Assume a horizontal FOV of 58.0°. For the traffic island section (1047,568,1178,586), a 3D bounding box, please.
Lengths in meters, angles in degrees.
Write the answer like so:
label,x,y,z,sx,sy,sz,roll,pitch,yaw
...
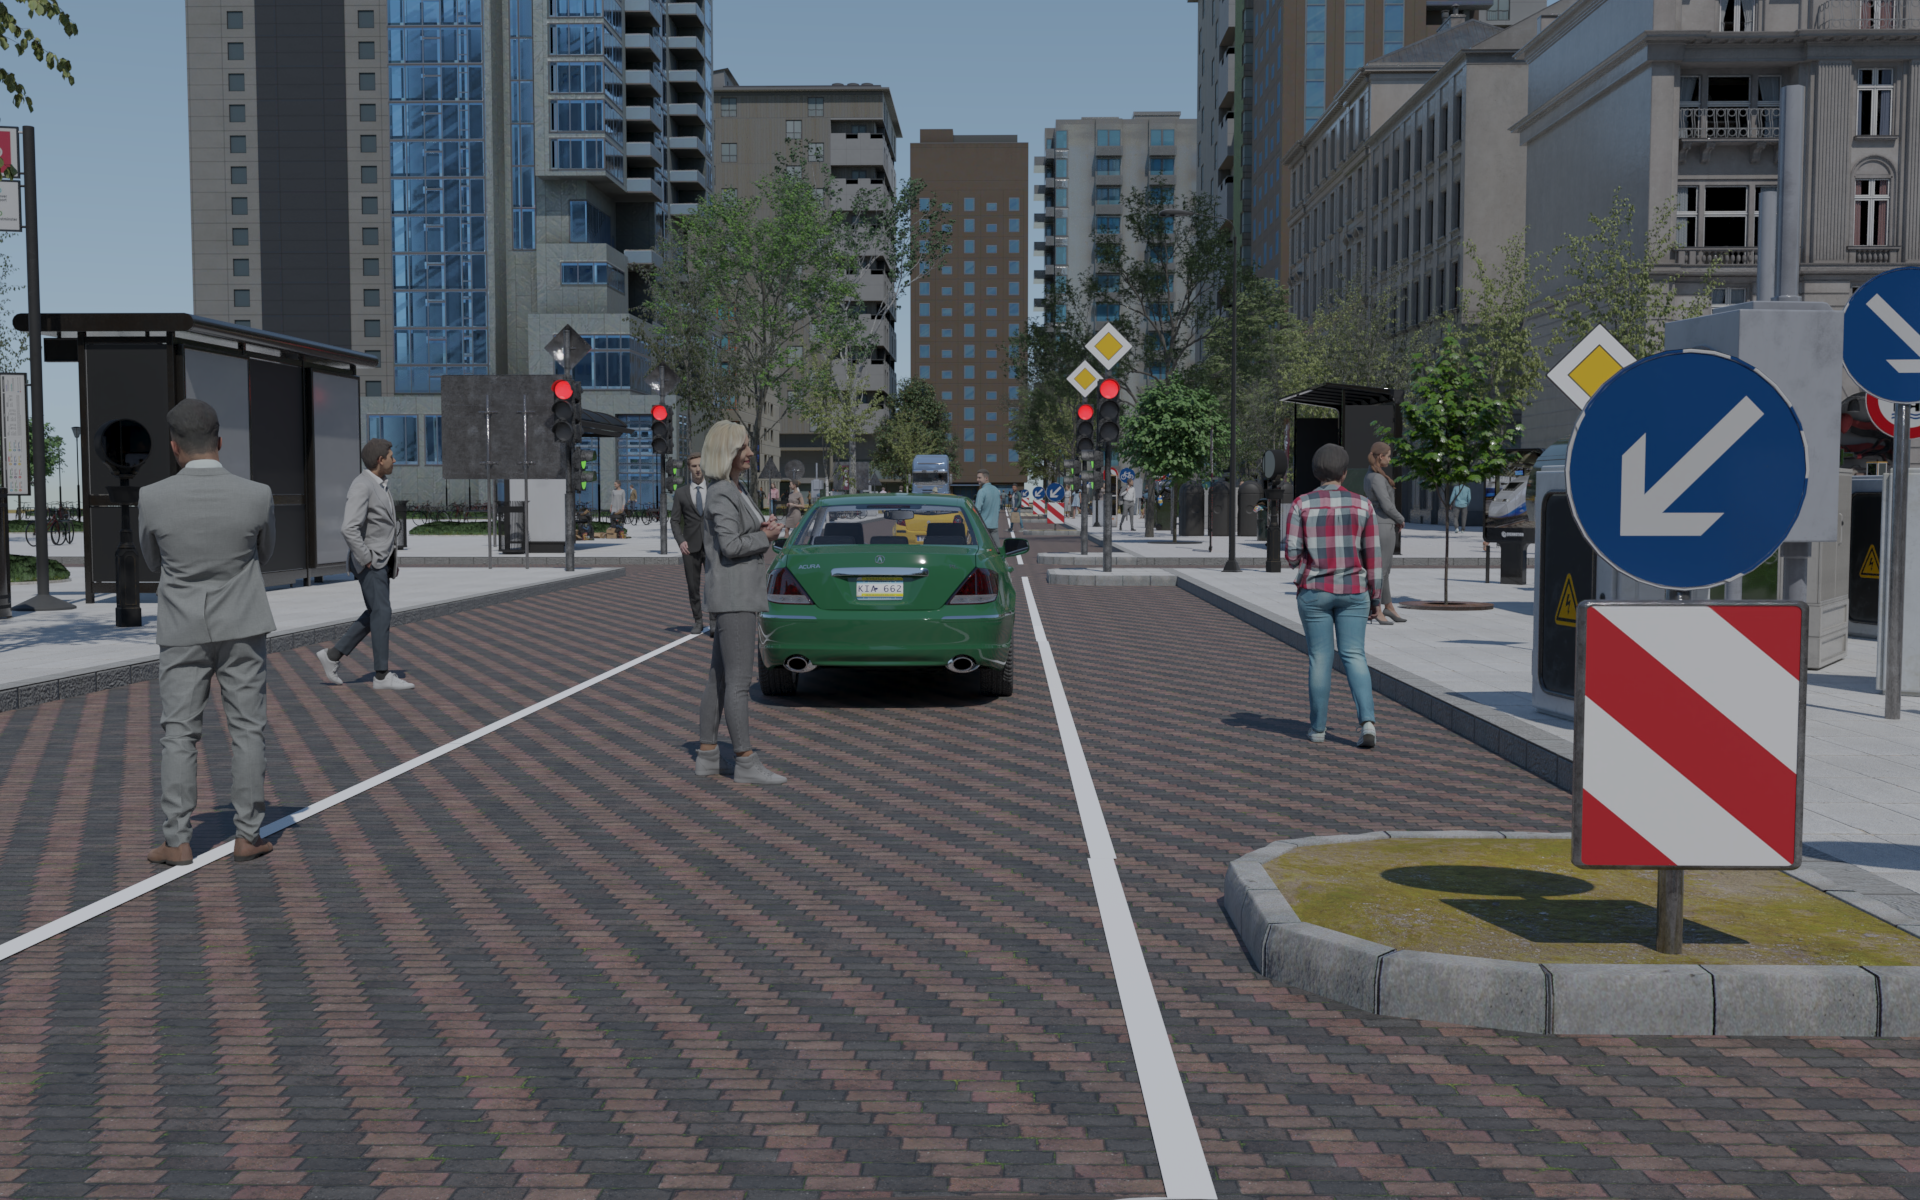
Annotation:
label,x,y,z,sx,sy,sz,roll,pitch,yaw
traffic island section,2.448,-0.382,28.527,2.009,0.180,2.903,0,4,1

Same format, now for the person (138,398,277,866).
label,x,y,z,sx,sy,sz,roll,pitch,yaw
person,-2.965,0.113,6.839,0.511,1.800,0.466,-3,4,-37

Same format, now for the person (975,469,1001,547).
label,x,y,z,sx,sy,sz,roll,pitch,yaw
person,0.456,-1.219,28.286,0.638,1.841,0.748,-2,4,-34

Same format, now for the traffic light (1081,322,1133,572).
label,x,y,z,sx,sy,sz,roll,pitch,yaw
traffic light,2.408,-2.415,28.414,0.839,4.253,0.868,0,4,1

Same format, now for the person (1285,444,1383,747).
label,x,y,z,sx,sy,sz,roll,pitch,yaw
person,2.142,-0.037,9.935,0.563,1.720,0.643,0,4,4

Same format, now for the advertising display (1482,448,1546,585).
label,x,y,z,sx,sy,sz,roll,pitch,yaw
advertising display,7.849,-1.181,24.516,0.123,1.923,0.974,-3,4,-38

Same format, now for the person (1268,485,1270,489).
label,x,y,z,sx,sy,sz,roll,pitch,yaw
person,18.728,-6.055,105.266,0.699,1.804,1.509,0,4,-6

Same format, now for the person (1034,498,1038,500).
label,x,y,z,sx,sy,sz,roll,pitch,yaw
person,7.869,-10.145,175.144,0.991,1.433,0.599,3,5,39

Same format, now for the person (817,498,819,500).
label,x,y,z,sx,sy,sz,roll,pitch,yaw
person,-11.050,-7.982,136.566,1.348,1.823,0.705,0,4,8

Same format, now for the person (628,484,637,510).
label,x,y,z,sx,sy,sz,roll,pitch,yaw
person,-18.901,-5.756,100.056,0.656,1.842,0.836,1,4,14

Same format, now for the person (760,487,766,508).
label,x,y,z,sx,sy,sz,roll,pitch,yaw
person,-15.076,-7.659,131.294,1.348,1.821,0.705,3,5,43

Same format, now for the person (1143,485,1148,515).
label,x,y,z,sx,sy,sz,roll,pitch,yaw
person,10.469,-5.558,97.165,0.529,1.795,0.600,0,4,-5

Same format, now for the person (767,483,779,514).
label,x,y,z,sx,sy,sz,roll,pitch,yaw
person,-8.854,-4.644,81.980,0.555,1.821,0.388,0,4,-7

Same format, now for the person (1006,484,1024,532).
label,x,y,z,sx,sy,sz,roll,pitch,yaw
person,2.099,-3.454,64.955,0.713,1.824,0.794,-1,4,-17

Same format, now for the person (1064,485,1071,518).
label,x,y,z,sx,sy,sz,roll,pitch,yaw
person,5.610,-5.201,91.648,0.524,1.755,0.480,-3,5,-40

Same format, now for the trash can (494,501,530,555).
label,x,y,z,sx,sy,sz,roll,pitch,yaw
trash can,-9.520,-1.542,36.863,0.748,1.137,0.748,0,3,0

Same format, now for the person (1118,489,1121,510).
label,x,y,z,sx,sy,sz,roll,pitch,yaw
person,13.187,-8.361,143.576,1.217,1.723,0.721,-1,4,-13

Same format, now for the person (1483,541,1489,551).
label,x,y,z,sx,sy,sz,roll,pitch,yaw
person,11.868,-1.942,37.896,0.778,1.811,0.616,1,4,10

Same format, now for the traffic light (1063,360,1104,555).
label,x,y,z,sx,sy,sz,roll,pitch,yaw
traffic light,2.601,-2.904,36.397,0.839,4.253,0.868,0,4,1

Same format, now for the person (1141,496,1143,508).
label,x,y,z,sx,sy,sz,roll,pitch,yaw
person,17.007,-9.565,162.953,0.721,1.766,1.217,-1,4,-12

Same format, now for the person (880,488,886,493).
label,x,y,z,sx,sy,sz,roll,pitch,yaw
person,-5.026,-6.567,114.349,0.756,1.711,0.436,2,4,35

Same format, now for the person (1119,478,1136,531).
label,x,y,z,sx,sy,sz,roll,pitch,yaw
person,5.825,-3.317,60.384,0.679,1.850,0.850,-2,4,-30

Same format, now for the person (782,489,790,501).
label,x,y,z,sx,sy,sz,roll,pitch,yaw
person,-17.655,-10.434,176.653,1.348,1.822,0.705,0,4,4

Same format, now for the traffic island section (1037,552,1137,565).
label,x,y,z,sx,sy,sz,roll,pitch,yaw
traffic island section,2.641,-0.870,36.510,2.009,0.180,2.903,0,4,1

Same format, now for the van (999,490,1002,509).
label,x,y,z,sx,sy,sz,roll,pitch,yaw
van,3.309,-9.936,169.470,2.013,2.044,4.112,0,4,1

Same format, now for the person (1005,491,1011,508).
label,x,y,z,sx,sy,sz,roll,pitch,yaw
person,4.982,-9.976,172.423,1.217,1.723,0.721,2,4,25

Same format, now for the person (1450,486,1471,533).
label,x,y,z,sx,sy,sz,roll,pitch,yaw
person,16.366,-3.095,56.666,0.660,1.820,0.620,1,4,10

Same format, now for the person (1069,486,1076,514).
label,x,y,z,sx,sy,sz,roll,pitch,yaw
person,7.178,-6.411,111.042,0.526,1.800,0.537,-1,4,-15

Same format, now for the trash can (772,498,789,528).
label,x,y,z,sx,sy,sz,roll,pitch,yaw
trash can,-6.850,-3.336,66.200,0.748,1.137,0.748,0,3,0

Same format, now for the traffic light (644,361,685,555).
label,x,y,z,sx,sy,sz,roll,pitch,yaw
traffic light,-6.258,-2.916,36.594,0.839,4.253,0.868,0,4,1

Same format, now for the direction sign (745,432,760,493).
label,x,y,z,sx,sy,sz,roll,pitch,yaw
direction sign,-7.696,-4.340,62.953,0.876,3.537,0.379,1,4,9

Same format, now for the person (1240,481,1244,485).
label,x,y,z,sx,sy,sz,roll,pitch,yaw
person,11.210,-3.848,69.180,0.478,1.798,0.641,0,4,-4

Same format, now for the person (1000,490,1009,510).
label,x,y,z,sx,sy,sz,roll,pitch,yaw
person,3.905,-8.974,155.306,1.350,1.814,0.705,0,4,6

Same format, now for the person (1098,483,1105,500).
label,x,y,z,sx,sy,sz,roll,pitch,yaw
person,5.983,-4.005,71.859,0.374,1.781,0.599,-3,4,-36

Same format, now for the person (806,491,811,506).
label,x,y,z,sx,sy,sz,roll,pitch,yaw
person,-16.764,-11.252,192.571,0.705,1.812,1.348,1,4,15

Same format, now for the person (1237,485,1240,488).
label,x,y,z,sx,sy,sz,roll,pitch,yaw
person,16.731,-5.841,101.753,1.509,1.804,0.699,3,5,44

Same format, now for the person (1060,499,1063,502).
label,x,y,z,sx,sy,sz,roll,pitch,yaw
person,8.689,-8.693,148.317,0.705,1.807,1.348,1,4,10

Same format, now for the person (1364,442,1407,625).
label,x,y,z,sx,sy,sz,roll,pitch,yaw
person,4.233,-0.655,17.029,0.573,1.790,0.520,-1,4,-14

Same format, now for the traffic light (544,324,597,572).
label,x,y,z,sx,sy,sz,roll,pitch,yaw
traffic light,-6.451,-2.428,28.611,0.839,4.253,0.868,0,4,1

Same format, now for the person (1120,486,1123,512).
label,x,y,z,sx,sy,sz,roll,pitch,yaw
person,11.561,-7.172,123.269,0.705,1.831,1.348,0,4,2

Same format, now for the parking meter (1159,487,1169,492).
label,x,y,z,sx,sy,sz,roll,pitch,yaw
parking meter,7.341,-3.297,62.318,0.372,1.533,0.369,0,3,0

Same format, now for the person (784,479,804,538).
label,x,y,z,sx,sy,sz,roll,pitch,yaw
person,-4.029,-1.997,41.497,0.599,1.781,0.374,3,5,40

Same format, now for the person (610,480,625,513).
label,x,y,z,sx,sy,sz,roll,pitch,yaw
person,-11.070,-3.006,55.940,0.466,1.731,0.760,-2,4,-29

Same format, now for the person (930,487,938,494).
label,x,y,z,sx,sy,sz,roll,pitch,yaw
person,-1.302,-4.747,86.297,0.537,1.800,0.526,-1,4,-8

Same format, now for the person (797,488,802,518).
label,x,y,z,sx,sy,sz,roll,pitch,yaw
person,-6.397,-3.791,68.246,0.641,1.798,0.478,0,4,6

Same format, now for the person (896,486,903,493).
label,x,y,z,sx,sy,sz,roll,pitch,yaw
person,-3.055,-4.898,88.357,0.659,1.850,0.755,1,4,21

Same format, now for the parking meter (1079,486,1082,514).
label,x,y,z,sx,sy,sz,roll,pitch,yaw
parking meter,7.825,-6.408,110.482,0.399,1.863,0.255,-1,4,-20

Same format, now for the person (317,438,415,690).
label,x,y,z,sx,sy,sz,roll,pitch,yaw
person,-4.409,-0.270,12.768,0.795,1.843,0.661,0,4,1

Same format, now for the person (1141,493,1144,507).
label,x,y,z,sx,sy,sz,roll,pitch,yaw
person,18.439,-10.092,174.230,0.628,1.438,0.799,0,4,-7

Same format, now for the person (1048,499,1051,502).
label,x,y,z,sx,sy,sz,roll,pitch,yaw
person,7.481,-8.396,143.325,0.705,1.822,1.348,0,4,-3

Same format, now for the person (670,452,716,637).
label,x,y,z,sx,sy,sz,roll,pitch,yaw
person,-2.590,-0.561,17.457,0.659,1.850,0.755,-1,4,-9

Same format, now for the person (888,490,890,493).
label,x,y,z,sx,sy,sz,roll,pitch,yaw
person,-7.635,-11.005,186.681,1.217,1.736,0.721,0,4,2

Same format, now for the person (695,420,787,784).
label,x,y,z,sx,sy,sz,roll,pitch,yaw
person,-1.090,-0.006,8.774,0.526,1.800,0.537,1,4,9

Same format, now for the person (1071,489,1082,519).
label,x,y,z,sx,sy,sz,roll,pitch,yaw
person,6.075,-5.141,90.184,0.778,1.811,0.616,-2,4,-35

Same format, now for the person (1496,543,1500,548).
label,x,y,z,sx,sy,sz,roll,pitch,yaw
person,12.876,-2.121,40.993,0.573,1.790,0.520,-2,4,-29

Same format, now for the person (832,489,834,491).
label,x,y,z,sx,sy,sz,roll,pitch,yaw
person,-13.119,-10.594,179.125,0.709,1.838,0.599,-1,4,-8
